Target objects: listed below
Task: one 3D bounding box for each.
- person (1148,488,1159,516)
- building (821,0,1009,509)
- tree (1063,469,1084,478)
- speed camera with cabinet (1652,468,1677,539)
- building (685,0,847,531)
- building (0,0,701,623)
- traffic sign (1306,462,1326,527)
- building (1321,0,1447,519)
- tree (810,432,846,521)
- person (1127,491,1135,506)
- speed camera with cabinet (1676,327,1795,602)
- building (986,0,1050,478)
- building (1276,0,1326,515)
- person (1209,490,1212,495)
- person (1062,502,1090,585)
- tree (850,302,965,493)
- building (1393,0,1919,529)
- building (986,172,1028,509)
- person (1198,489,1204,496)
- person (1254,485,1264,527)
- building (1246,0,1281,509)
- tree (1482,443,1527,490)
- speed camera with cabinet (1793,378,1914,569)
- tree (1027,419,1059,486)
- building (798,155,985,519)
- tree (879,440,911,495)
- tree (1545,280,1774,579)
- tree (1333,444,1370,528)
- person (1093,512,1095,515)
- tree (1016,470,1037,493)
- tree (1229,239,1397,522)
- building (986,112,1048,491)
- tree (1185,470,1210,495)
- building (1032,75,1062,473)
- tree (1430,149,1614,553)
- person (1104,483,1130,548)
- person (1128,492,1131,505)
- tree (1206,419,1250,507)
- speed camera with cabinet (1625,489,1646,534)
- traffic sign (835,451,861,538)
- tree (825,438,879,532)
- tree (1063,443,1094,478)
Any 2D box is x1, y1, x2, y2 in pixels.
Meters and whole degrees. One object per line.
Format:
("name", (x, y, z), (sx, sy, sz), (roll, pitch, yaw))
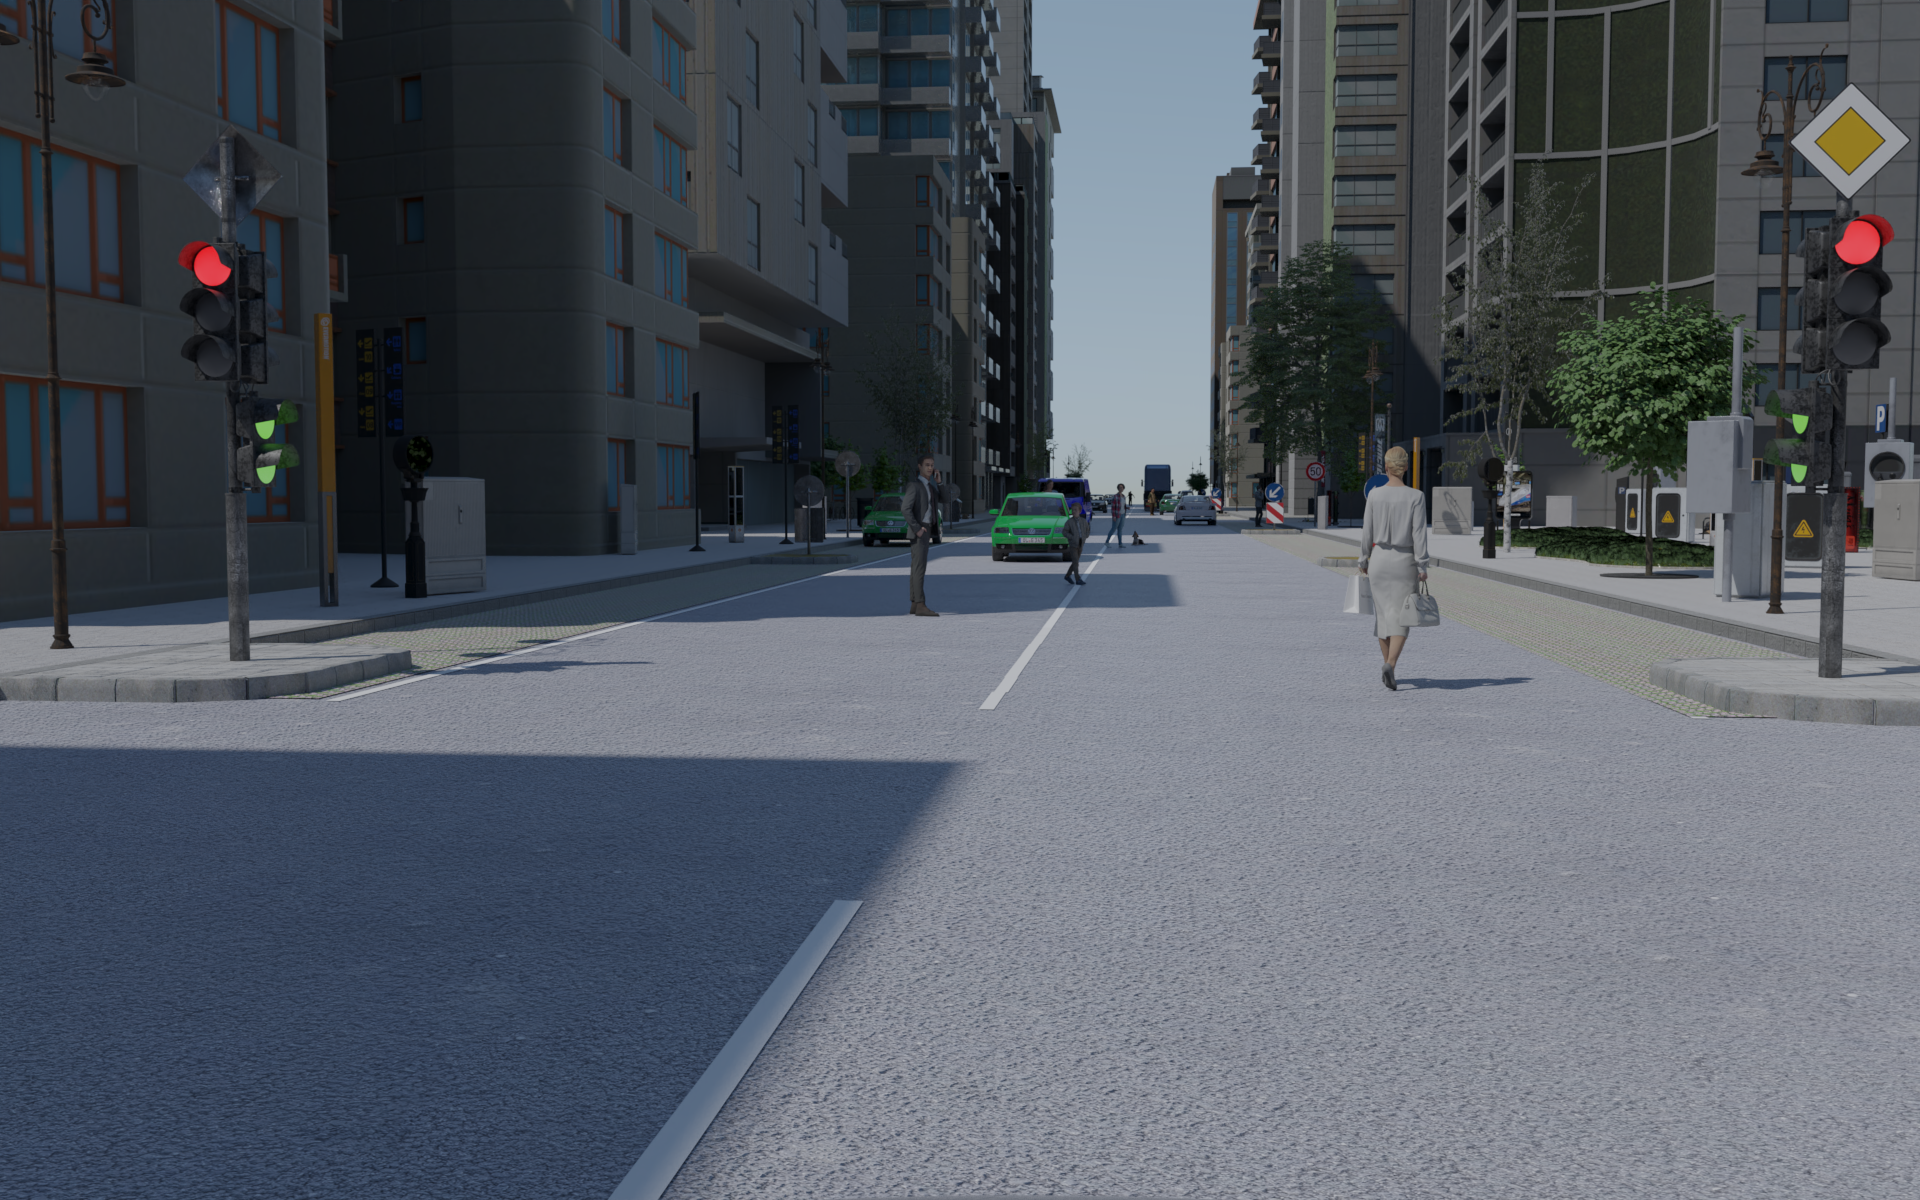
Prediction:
("person", (12.765, -6.486, 114.646), (0.705, 1.812, 1.348), (3, 4, 37))
("building", (-8.662, -31.413, 133.213), (23.786, 49.044, 30.456), (0, 4, 6))
("tree", (14.870, -14.881, 227.010), (4.285, 4.588, 4.351), (0, 3, 0))
("speed camera with cabinet", (19.277, -3.127, 45.459), (2.038, 3.252, 0.660), (3, 5, 41))
("building", (-19.388, -29.171, 66.189), (28.713, 52.752, 27.495), (0, 4, 6))
("building", (-21.945, -11.379, 31.082), (27.650, 21.520, 28.899), (0, 4, 6))
("traffic sign", (13.971, -4.158, 68.092), (0.768, 2.556, 0.104), (1, 4, 15))
("building", (26.891, -25.144, 94.691), (14.154, 41.232, 14.086), (0, 4, 6))
("tree", (-6.790, -6.021, 82.155), (4.285, 4.588, 4.351), (0, 3, 0))
("person", (20.648, -12.300, 209.745), (1.348, 1.807, 0.705), (3, 5, 40))
("speed camera with cabinet", (9.546, -1.646, 21.255), (0.660, 3.252, 2.038), (3, 5, 42))
("building", (-0.065, -46.472, 198.069), (20.563, 71.187, 20.611), (0, 4, 6))
("building", (31.924, -35.037, 114.858), (21.231, 58.520, 28.212), (0, 4, 6))
("person", (18.333, -7.145, 126.266), (0.436, 1.711, 0.756), (0, 4, 1))
("person", (1.845, -0.892, 27.362), (0.475, 1.303, 0.640), (-2, 4, -34))
("tree", (-2.114, -7.151, 67.287), (4.360, 8.622, 3.978), (0, 3, 0))
("building", (30.000, -38.672, 70.535), (20.563, 71.187, 20.611), (0, 4, 6))
("building", (-1.386, -23.466, 155.374), (14.160, 30.474, 14.107), (0, 4, 6))
("person", (18.338, -7.584, 132.515), (1.348, 1.822, 0.705), (-3, 4, -38))
("person", (12.925, -4.044, 74.798), (0.473, 1.802, 0.592), (1, 4, 23))
("building", (35.597, -29.915, 143.731), (22.147, 44.769, 28.867), (0, 4, 6))
("tree", (17.940, -3.767, 56.196), (1.663, 3.219, 1.824), (0, 3, 0))
("speed camera with cabinet", (15.191, -2.167, 29.768), (2.038, 3.252, 0.660), (2, 4, 35))
("tree", (7.361, -13.128, 165.012), (4.737, 8.622, 4.395), (0, 3, 0))
("building", (-13.585, -15.859, 104.328), (27.650, 21.520, 28.899), (0, 4, 6))
("tree", (-2.725, -4.134, 62.196), (1.663, 3.219, 1.824), (0, 3, 0))
("tree", (10.750, -2.629, 26.705), (4.285, 4.588, 4.351), (0, 3, 0))
("tree", (14.995, -4.392, 66.404), (1.663, 3.219, 1.824), (0, 3, 0))
("person", (6.075, -4.336, 84.891), (1.012, 1.151, 0.738), (1, 4, 16))
("tree", (5.196, -8.673, 136.409), (1.663, 3.219, 1.824), (0, 3, 0))
("tree", (15.881, -9.776, 77.969), (7.486, 12.596, 7.792), (0, 3, 0))
("building", (1.738, -30.403, 180.691), (14.154, 41.232, 14.086), (0, 4, 6))
("tree", (31.099, -14.844, 226.407), (4.285, 4.588, 4.351), (0, 3, 0))
("building", (-1.847, -38.833, 224.152), (28.713, 52.752, 27.495), (0, 4, 6))
("tree", (12.119, -5.361, 38.020), (4.360, 8.622, 3.978), (0, 3, 0))
("person", (4.220, -2.262, 46.328), (0.643, 1.720, 0.563), (3, 5, 44))
("person", (23.033, -13.802, 234.878), (0.721, 1.735, 1.217), (0, 4, -6))
("tree", (26.375, -13.461, 170.450), (4.360, 8.622, 3.978), (0, 3, 0))
("speed camera with cabinet", (21.985, -3.719, 55.142), (0.660, 3.252, 2.038), (0, 4, -8))
("traffic sign", (-3.305, -3.106, 50.895), (0.768, 2.556, 0.104), (0, 4, 8))
("tree", (-3.891, -3.977, 59.619), (1.663, 3.219, 1.824), (0, 3, 0))
("tree", (16.862, -18.114, 246.520), (4.360, 8.622, 3.978), (0, 3, 0))
